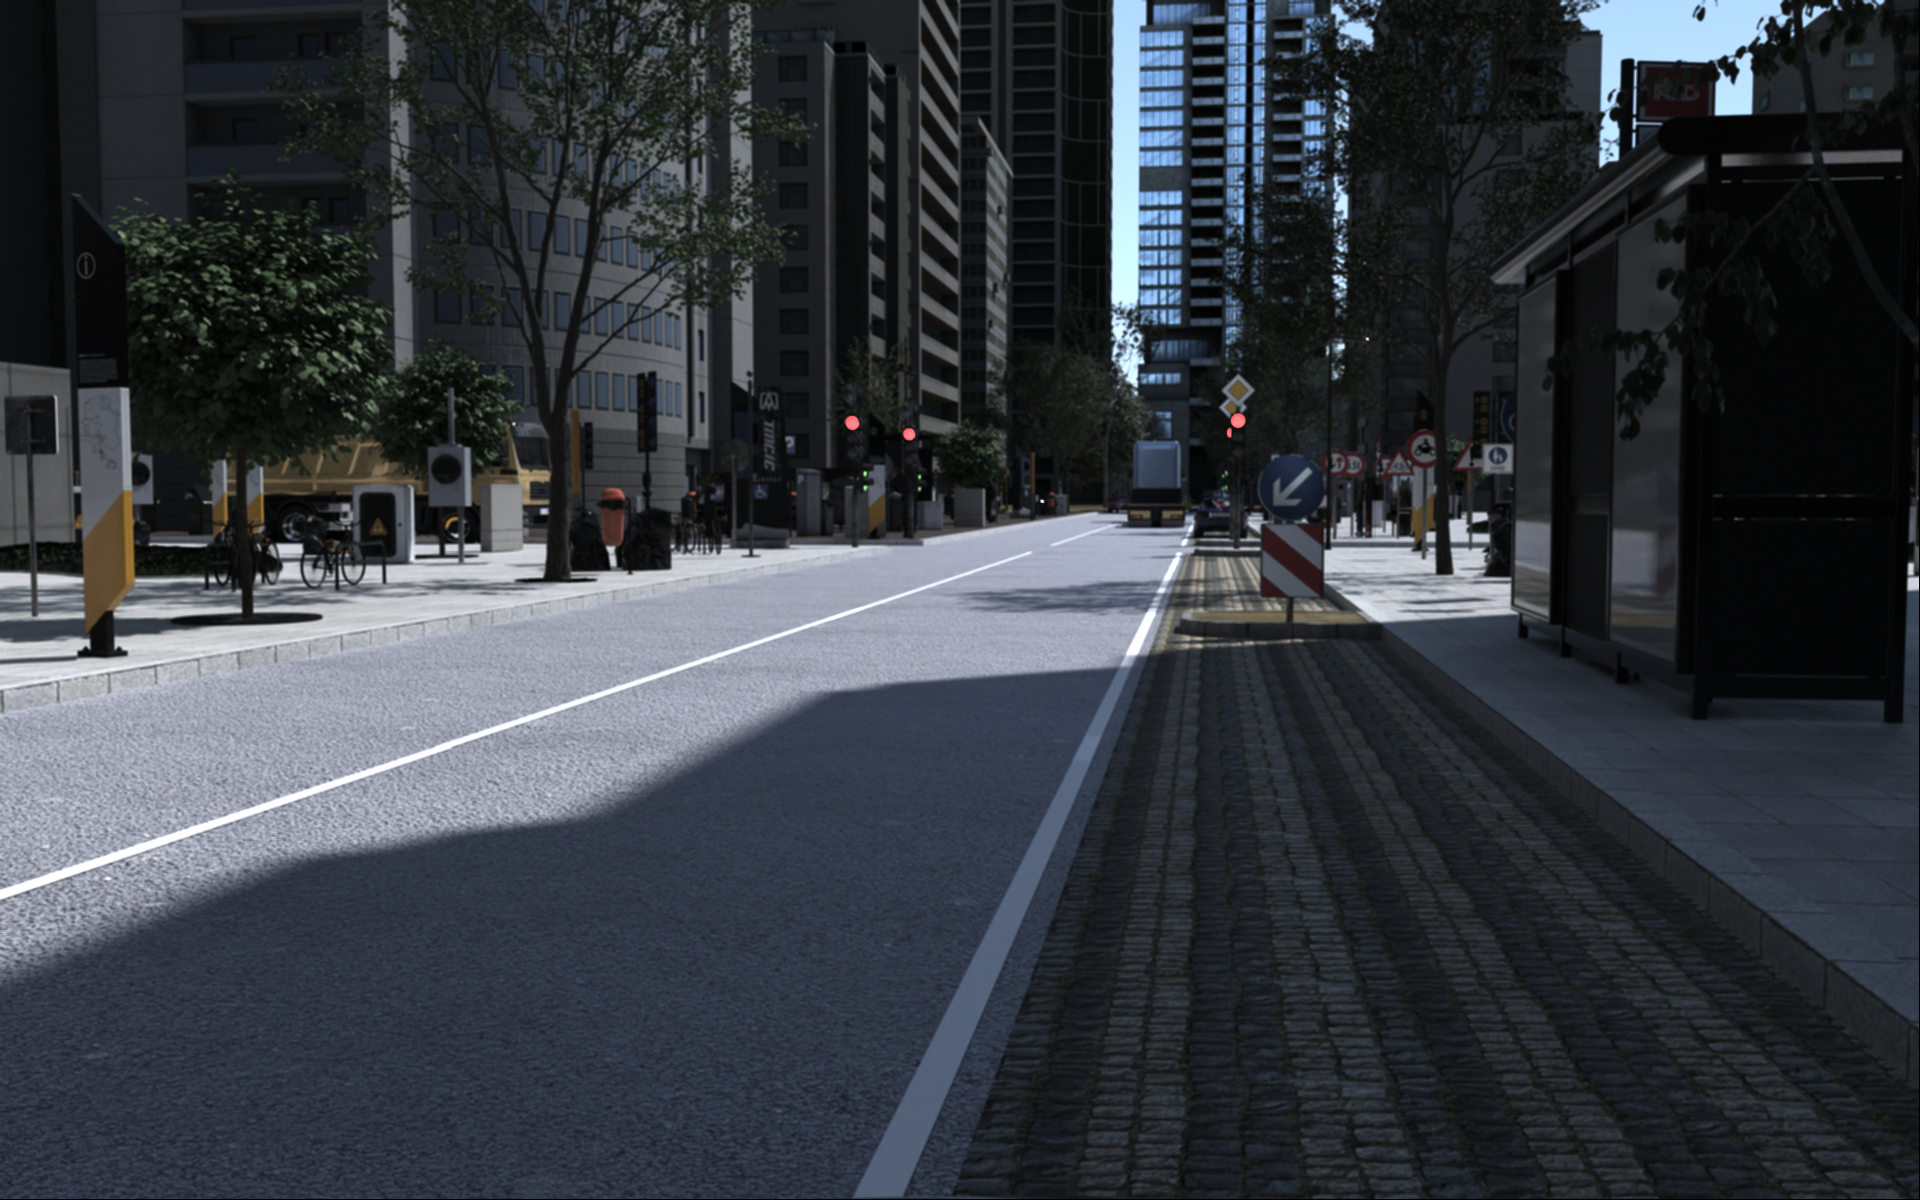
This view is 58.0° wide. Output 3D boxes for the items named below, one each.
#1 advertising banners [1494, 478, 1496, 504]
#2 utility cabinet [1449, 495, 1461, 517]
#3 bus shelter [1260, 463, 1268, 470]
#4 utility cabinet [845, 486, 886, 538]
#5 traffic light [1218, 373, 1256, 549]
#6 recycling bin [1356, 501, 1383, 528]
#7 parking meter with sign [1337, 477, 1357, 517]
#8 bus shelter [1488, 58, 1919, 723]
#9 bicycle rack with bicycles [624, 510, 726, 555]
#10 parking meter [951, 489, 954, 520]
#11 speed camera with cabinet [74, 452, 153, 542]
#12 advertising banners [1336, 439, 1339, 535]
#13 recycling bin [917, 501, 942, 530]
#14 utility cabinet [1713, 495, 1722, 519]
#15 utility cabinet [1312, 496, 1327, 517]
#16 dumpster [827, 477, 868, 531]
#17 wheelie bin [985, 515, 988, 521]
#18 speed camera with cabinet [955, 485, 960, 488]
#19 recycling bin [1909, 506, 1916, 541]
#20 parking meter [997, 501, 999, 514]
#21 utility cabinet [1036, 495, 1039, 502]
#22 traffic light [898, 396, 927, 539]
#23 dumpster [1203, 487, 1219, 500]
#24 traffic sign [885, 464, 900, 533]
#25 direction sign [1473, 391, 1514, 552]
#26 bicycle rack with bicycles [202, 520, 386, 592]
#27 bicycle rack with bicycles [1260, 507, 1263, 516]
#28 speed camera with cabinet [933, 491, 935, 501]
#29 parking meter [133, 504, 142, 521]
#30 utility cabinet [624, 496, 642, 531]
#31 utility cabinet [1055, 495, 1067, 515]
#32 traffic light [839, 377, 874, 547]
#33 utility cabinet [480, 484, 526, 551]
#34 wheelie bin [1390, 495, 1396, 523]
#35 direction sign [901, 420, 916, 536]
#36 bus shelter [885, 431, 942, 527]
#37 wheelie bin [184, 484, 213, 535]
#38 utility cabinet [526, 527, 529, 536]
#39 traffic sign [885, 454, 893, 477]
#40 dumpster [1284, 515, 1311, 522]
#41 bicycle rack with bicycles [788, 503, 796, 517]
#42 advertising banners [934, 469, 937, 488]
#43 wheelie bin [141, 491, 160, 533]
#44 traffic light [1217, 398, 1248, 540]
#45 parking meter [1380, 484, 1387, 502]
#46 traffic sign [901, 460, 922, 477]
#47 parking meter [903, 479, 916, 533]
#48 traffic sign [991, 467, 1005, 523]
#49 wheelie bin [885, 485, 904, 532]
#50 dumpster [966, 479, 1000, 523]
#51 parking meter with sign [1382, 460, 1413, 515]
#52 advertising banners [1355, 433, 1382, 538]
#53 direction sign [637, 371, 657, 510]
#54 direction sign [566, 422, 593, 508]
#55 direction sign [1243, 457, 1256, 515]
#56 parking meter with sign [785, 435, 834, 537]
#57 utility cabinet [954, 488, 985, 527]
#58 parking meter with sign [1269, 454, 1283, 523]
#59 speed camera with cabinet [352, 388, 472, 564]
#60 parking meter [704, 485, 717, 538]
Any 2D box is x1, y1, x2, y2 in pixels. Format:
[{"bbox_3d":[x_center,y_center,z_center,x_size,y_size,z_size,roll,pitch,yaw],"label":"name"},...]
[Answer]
[{"bbox_3d":[24.253,-5.042,78.627,0.090,3.025,2.074,1,4,12],"label":"advertising banners"},{"bbox_3d":[27.852,-5.279,97.479,0.306,1.237,1.020,0,4,-8],"label":"utility cabinet"},{"bbox_3d":[18.868,-6.648,102.625,2.014,3.302,5.546,1,4,8],"label":"bus shelter"},{"bbox_3d":[-2.749,-2.555,50.453,1.173,1.500,0.318,-2,4,-24],"label":"utility cabinet"},{"bbox_3d":[6.460,-3.150,40.429,0.839,4.253,0.868,0,4,8],"label":"traffic light"},{"bbox_3d":[15.774,-3.312,66.713,0.722,1.027,0.722,-2,4,-32],"label":"recycling bin"},{"bbox_3d":[21.250,-6.085,95.752,0.543,3.016,1.738,-3,5,-39],"label":"parking meter with sign"},{"bbox_3d":[5.571,-2.212,13.798,2.179,5.291,8.768,1,4,8],"label":"bus shelter"},{"bbox_3d":[-6.380,-1.483,37.632,2.852,0.926,2.925,-1,4,-11],"label":"bicycle rack with bicycles"},{"bbox_3d":[-0.276,-4.749,86.049,0.372,1.533,0.369,0,3,0],"label":"parking meter"},{"bbox_3d":[-18.763,-2.658,37.802,0.660,3.252,2.038,3,5,41],"label":"speed camera with cabinet"},{"bbox_3d":[11.881,-3.578,54.692,0.090,3.025,2.074,1,4,10],"label":"advertising banners"},{"bbox_3d":[-1.086,-3.030,62.103,0.722,1.027,0.722,-2,4,-23],"label":"recycling bin"},{"bbox_3d":[38.668,-4.729,88.473,1.020,1.237,0.306,3,4,36],"label":"utility cabinet"},{"bbox_3d":[16.785,-4.255,80.733,0.306,1.237,1.020,3,5,42],"label":"utility cabinet"},{"bbox_3d":[-3.773,-3.254,58.965,1.264,1.857,1.865,0,4,8],"label":"dumpster"},{"bbox_3d":[0.931,-4.632,83.637,0.693,1.594,0.980,1,4,23],"label":"wheelie bin"},{"bbox_3d":[0.659,-7.691,120.080,2.038,3.252,0.660,1,4,21],"label":"speed camera with cabinet"},{"bbox_3d":[19.977,-1.418,35.745,0.722,1.027,0.722,-2,4,-30],"label":"recycling bin"},{"bbox_3d":[2.285,-6.272,110.961,0.372,1.533,0.369,0,3,0],"label":"parking meter"},{"bbox_3d":[4.663,-6.200,112.535,0.306,1.237,1.020,3,5,42],"label":"utility cabinet"},{"bbox_3d":[-1.385,-3.711,49.593,0.839,4.253,0.868,0,4,8],"label":"traffic light"},{"bbox_3d":[28.700,-11.789,197.698,1.985,2.255,1.502,1,4,9],"label":"dumpster"},{"bbox_3d":[-2.352,-3.413,56.984,0.795,2.450,0.064,1,4,9],"label":"traffic sign"},{"bbox_3d":[11.737,-2.823,38.152,0.876,3.537,0.379,0,4,6],"label":"direction sign"},{"bbox_3d":[-9.323,-0.642,23.883,2.852,0.926,2.925,0,4,3],"label":"bicycle rack with bicycles"},{"bbox_3d":[18.518,-5.159,97.729,2.925,0.926,2.852,1,4,15],"label":"bicycle rack with bicycles"},{"bbox_3d":[-1.877,-5.468,83.745,0.660,3.252,2.038,2,4,24],"label":"speed camera with cabinet"},{"bbox_3d":[-18.911,-1.907,39.596,0.372,1.533,0.369,0,3,0],"label":"parking meter"},{"bbox_3d":[-11.667,-3.040,60.869,1.020,1.237,0.306,2,4,30],"label":"utility cabinet"},{"bbox_3d":[5.976,-5.739,104.997,1.020,1.237,0.306,0,4,-3],"label":"utility cabinet"},{"bbox_3d":[-2.513,-3.227,41.688,0.839,4.253,0.868,0,4,8],"label":"traffic light"},{"bbox_3d":[-10.240,-1.834,38.657,0.318,1.500,1.173,1,4,21],"label":"utility cabinet"},{"bbox_3d":[19.293,-4.155,75.838,0.980,1.594,0.693,2,4,31],"label":"wheelie bin"},{"bbox_3d":[-1.594,-3.764,53.533,0.379,3.537,0.876,2,4,27],"label":"direction sign"},{"bbox_3d":[-2.029,-4.636,67.088,1.731,3.624,6.357,0,4,8],"label":"bus shelter"},{"bbox_3d":[-23.966,-2.851,54.527,0.693,1.594,0.980,1,4,15],"label":"wheelie bin"},{"bbox_3d":[-13.525,-2.644,51.906,1.173,1.500,0.318,1,4,18],"label":"utility cabinet"},{"bbox_3d":[-2.450,-3.252,53.270,0.768,2.556,0.104,1,4,14],"label":"traffic sign"},{"bbox_3d":[15.240,-4.413,77.917,1.264,1.857,1.865,1,4,8],"label":"dumpster"},{"bbox_3d":[-7.117,-3.320,67.662,2.925,0.926,2.852,0,4,-8],"label":"bicycle rack with bicycles"},{"bbox_3d":[-1.998,-7.587,120.236,0.090,3.025,2.074,-2,4,-25],"label":"advertising banners"},{"bbox_3d":[-27.138,-3.055,57.861,0.693,1.594,0.980,-1,4,-19],"label":"wheelie bin"},{"bbox_3d":[7.588,-3.634,48.334,0.839,4.253,0.868,0,4,8],"label":"traffic light"},{"bbox_3d":[24.168,-5.697,98.856,0.399,1.863,0.255,-2,4,-32],"label":"parking meter"},{"bbox_3d":[-1.695,-3.664,60.010,0.768,2.556,0.104,1,4,17],"label":"traffic sign"},{"bbox_3d":[-1.664,-3.145,57.140,0.399,1.863,0.255,-2,4,-27],"label":"parking meter"},{"bbox_3d":[1.596,-4.648,76.107,0.768,2.556,0.104,1,4,14],"label":"traffic sign"},{"bbox_3d":[-2.309,-3.105,58.679,0.693,1.594,0.980,-3,5,-44],"label":"wheelie bin"},{"bbox_3d":[0.950,-4.576,77.312,1.502,2.255,1.985,1,4,8],"label":"dumpster"},{"bbox_3d":[22.214,-5.625,88.222,1.738,3.016,0.543,-2,4,-29],"label":"parking meter with sign"},{"bbox_3d":[12.028,-3.350,50.954,0.090,3.025,2.074,0,4,-6],"label":"advertising banners"},{"bbox_3d":[-5.829,-2.466,32.310,0.379,3.537,0.876,-2,4,-32],"label":"direction sign"},{"bbox_3d":[-11.925,-3.843,54.822,0.876,3.537,0.379,2,4,35],"label":"direction sign"},{"bbox_3d":[17.619,-6.936,105.399,0.876,3.537,0.379,3,5,44],"label":"direction sign"},{"bbox_3d":[-4.550,-3.426,52.280,0.543,3.016,1.738,3,4,38],"label":"parking meter with sign"},{"bbox_3d":[0.369,-3.554,66.787,1.173,1.500,0.318,1,4,16],"label":"utility cabinet"},{"bbox_3d":[13.716,-4.809,74.893,0.543,3.016,1.738,0,4,5],"label":"parking meter with sign"},{"bbox_3d":[-10.135,-2.306,32.031,2.038,3.252,0.660,0,4,-4],"label":"speed camera with cabinet"},{"bbox_3d":[-7.348,-2.607,51.039,0.372,1.533,0.369,0,3,0],"label":"parking meter"}]
